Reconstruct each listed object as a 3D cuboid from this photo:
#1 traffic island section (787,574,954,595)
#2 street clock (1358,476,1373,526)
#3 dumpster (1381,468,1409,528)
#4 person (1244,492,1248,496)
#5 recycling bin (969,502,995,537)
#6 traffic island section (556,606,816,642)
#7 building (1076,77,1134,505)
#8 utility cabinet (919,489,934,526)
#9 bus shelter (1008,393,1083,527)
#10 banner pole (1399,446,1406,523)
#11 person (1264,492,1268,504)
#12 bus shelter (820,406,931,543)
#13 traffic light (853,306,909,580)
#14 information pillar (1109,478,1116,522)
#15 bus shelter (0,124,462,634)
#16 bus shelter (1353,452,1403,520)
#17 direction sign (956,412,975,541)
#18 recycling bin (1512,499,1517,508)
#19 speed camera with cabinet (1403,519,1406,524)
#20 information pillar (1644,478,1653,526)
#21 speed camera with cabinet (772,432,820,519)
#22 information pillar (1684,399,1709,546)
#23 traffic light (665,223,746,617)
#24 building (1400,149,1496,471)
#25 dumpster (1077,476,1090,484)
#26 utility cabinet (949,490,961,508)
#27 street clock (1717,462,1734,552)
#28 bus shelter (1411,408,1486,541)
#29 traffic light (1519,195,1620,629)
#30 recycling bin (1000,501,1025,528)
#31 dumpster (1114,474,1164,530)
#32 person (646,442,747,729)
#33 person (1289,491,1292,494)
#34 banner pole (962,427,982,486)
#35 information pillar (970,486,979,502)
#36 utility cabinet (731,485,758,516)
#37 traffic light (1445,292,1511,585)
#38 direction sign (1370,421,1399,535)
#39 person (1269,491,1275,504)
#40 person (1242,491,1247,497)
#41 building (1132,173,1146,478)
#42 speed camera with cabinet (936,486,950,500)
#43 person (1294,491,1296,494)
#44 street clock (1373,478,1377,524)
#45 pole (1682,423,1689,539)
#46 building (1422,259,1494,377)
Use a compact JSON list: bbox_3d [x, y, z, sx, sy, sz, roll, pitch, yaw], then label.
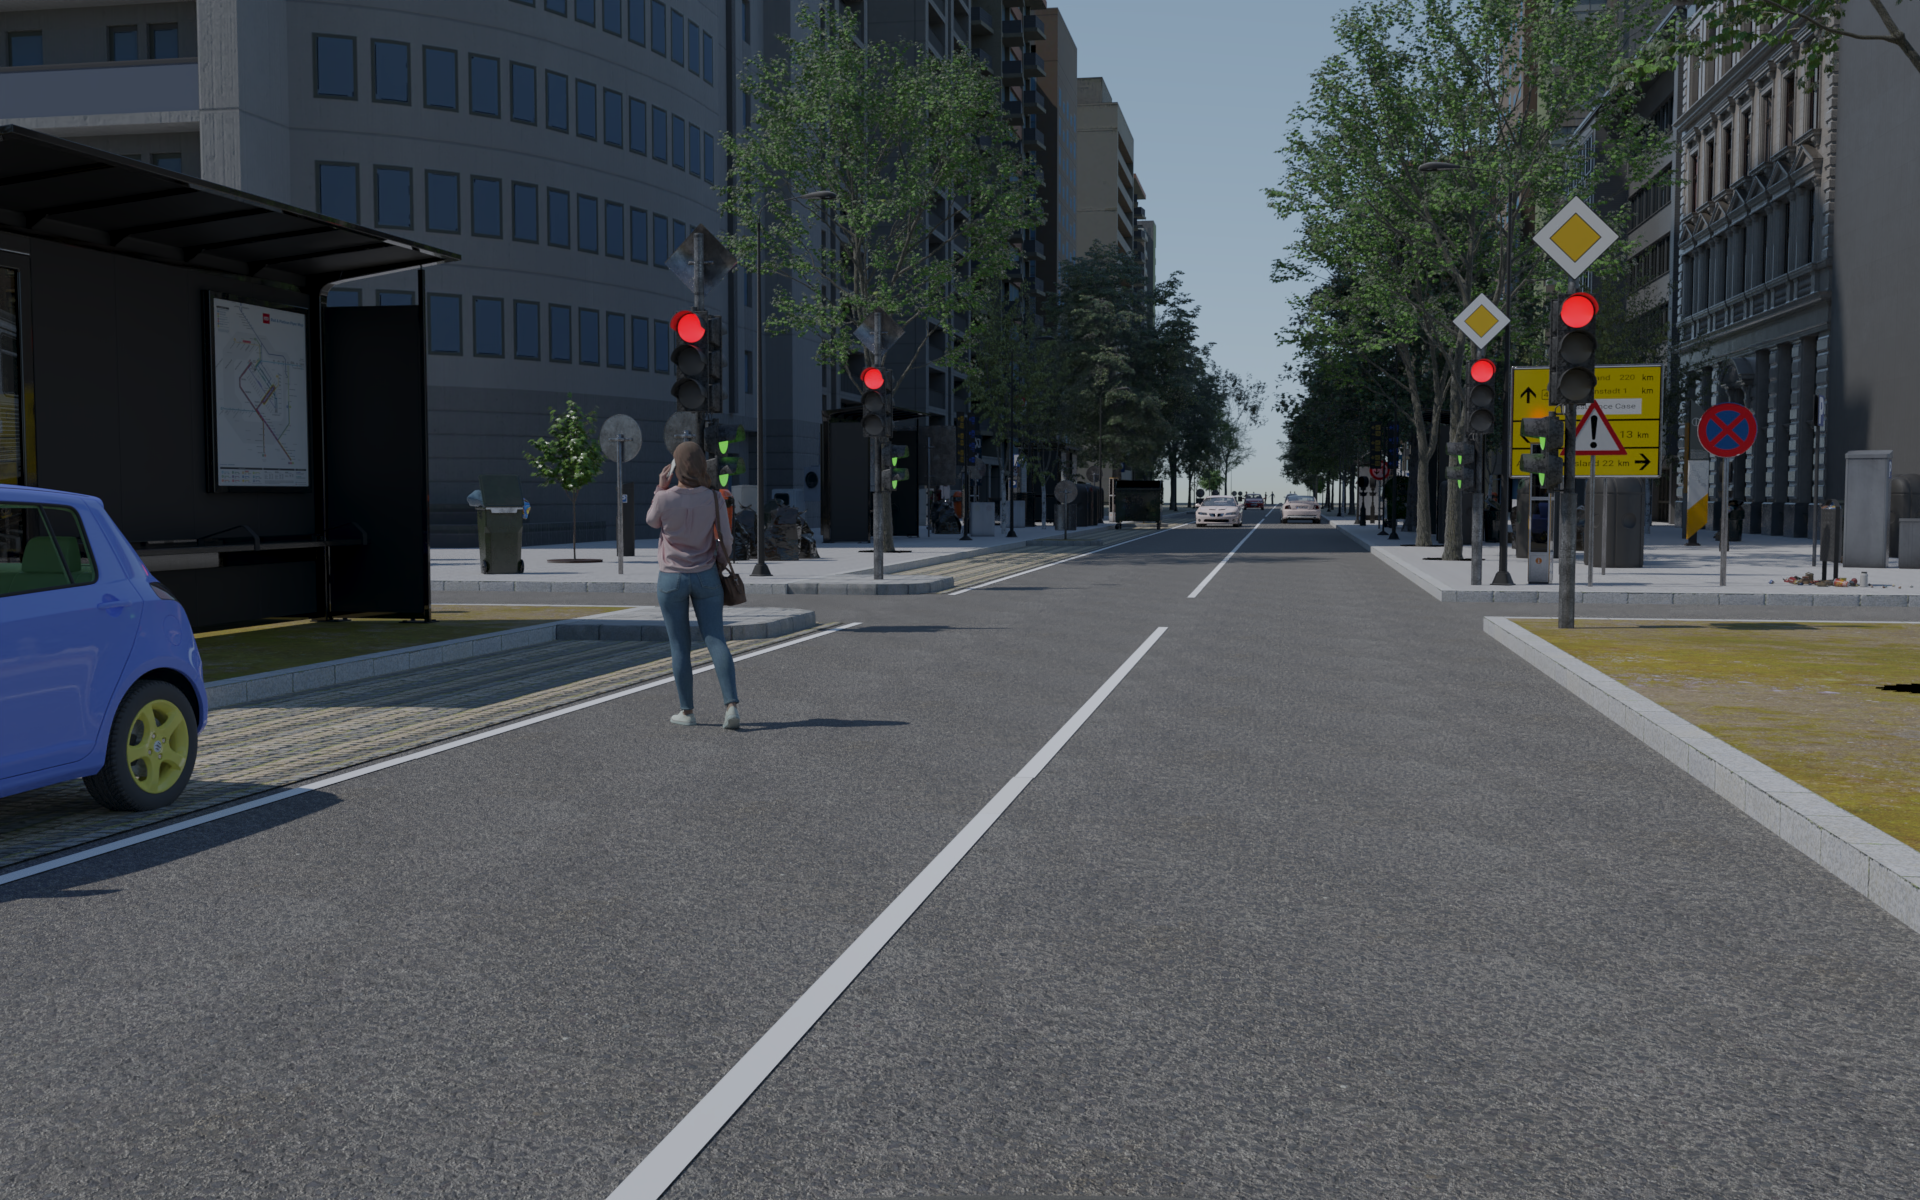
[{"bbox_3d":[-1.242,-0.229,26.018,2.009,0.180,2.903,1,4,11],"label":"traffic island section"},{"bbox_3d":[16.244,-3.988,69.775,0.358,2.002,0.471,-1,4,-21],"label":"street clock"},{"bbox_3d":[16.692,-3.859,65.595,1.502,2.255,1.985,1,4,10],"label":"dumpster"},{"bbox_3d":[39.669,-14.058,239.163,1.217,1.723,0.721,-2,4,-24],"label":"person"},{"bbox_3d":[0.667,-2.450,52.616,0.722,1.027,0.722,0,4,-4],"label":"recycling bin"},{"bbox_3d":[-2.723,0.251,18.170,2.009,0.180,2.903,1,4,11],"label":"traffic island section"},{"bbox_3d":[9.083,-35.672,206.934,21.300,48.544,21.600,1,4,11],"label":"building"},{"bbox_3d":[-1.368,-3.745,69.906,0.318,1.500,1.173,1,4,15],"label":"utility cabinet"},{"bbox_3d":[3.470,-5.728,71.284,2.179,5.291,8.768,1,4,10],"label":"bus shelter"},{"bbox_3d":[19.464,-5.287,76.463,0.401,3.779,0.863,-2,4,-29],"label":"banner pole"},{"bbox_3d":[43.942,-14.623,248.120,0.750,1.759,0.617,3,5,45],"label":"person"},{"bbox_3d":[-2.263,-3.472,48.049,1.731,3.624,6.357,1,4,11],"label":"bus shelter"},{"bbox_3d":[-1.205,-2.260,25.876,0.839,4.253,0.868,1,4,11],"label":"traffic light"},{"bbox_3d":[6.953,-4.518,78.355,0.304,2.012,0.304,-2,4,-33],"label":"information pillar"},{"bbox_3d":[-6.300,-1.405,14.254,1.731,3.624,6.357,1,4,11],"label":"bus shelter"},{"bbox_3d":[19.635,-5.365,81.638,2.014,3.302,5.546,1,4,11],"label":"bus shelter"},{"bbox_3d":[0.162,-3.419,47.898,0.379,3.537,0.876,2,4,35],"label":"direction sign"},{"bbox_3d":[26.353,-4.191,81.084,0.722,1.027,0.722,-1,4,-15],"label":"recycling bin"},{"bbox_3d":[18.128,-4.552,68.753,0.660,3.252,2.038,2,4,27],"label":"speed camera with cabinet"},{"bbox_3d":[27.602,-3.973,69.447,0.304,2.012,0.304,1,4,19],"label":"information pillar"},{"bbox_3d":[-5.138,-3.761,55.825,2.038,3.252,0.660,2,4,35],"label":"speed camera with cabinet"},{"bbox_3d":[18.231,-3.146,42.800,0.504,3.616,0.183,0,4,3],"label":"information pillar"},{"bbox_3d":[-2.685,-1.780,18.029,0.839,4.253,0.868,1,4,11],"label":"traffic light"},{"bbox_3d":[67.278,-34.697,221.913,22.147,44.769,28.867,1,4,11],"label":"building"},{"bbox_3d":[6.564,-5.635,94.619,1.502,2.255,1.985,1,4,11],"label":"dumpster"},{"bbox_3d":[-0.239,-5.708,102.003,1.173,1.500,0.318,0,4,-3],"label":"utility cabinet"},{"bbox_3d":[17.068,-2.083,38.629,0.358,2.002,0.471,2,4,31],"label":"street clock"},{"bbox_3d":[14.111,-3.606,50.239,1.731,3.624,6.357,1,4,11],"label":"bus shelter"},{"bbox_3d":[5.780,-1.684,16.454,0.839,4.253,0.868,1,4,11],"label":"traffic light"},{"bbox_3d":[2.006,-3.267,65.968,0.722,1.027,0.722,-2,4,-28],"label":"recycling bin"},{"bbox_3d":[7.204,-3.960,69.694,1.985,2.255,1.502,1,4,11],"label":"dumpster"},{"bbox_3d":[-1.587,-0.093,10.616,0.593,1.750,0.643,-1,4,-20],"label":"person"},{"bbox_3d":[44.188,-13.643,231.641,1.350,1.814,0.705,0,4,6],"label":"person"},{"bbox_3d":[0.434,-4.558,64.533,0.863,3.779,0.401,1,4,16],"label":"banner pole"},{"bbox_3d":[0.547,-3.948,69.039,0.304,2.012,0.304,3,4,36],"label":"information pillar"},{"bbox_3d":[-5.260,-2.081,42.705,0.318,1.500,1.173,1,4,18],"label":"utility cabinet"},{"bbox_3d":[7.261,-2.164,24.301,0.839,4.253,0.868,1,4,11],"label":"traffic light"},{"bbox_3d":[13.207,-3.789,53.943,0.876,3.537,0.379,1,4,8],"label":"direction sign"},{"bbox_3d":[43.370,-14.192,240.620,0.705,1.814,1.350,-2,4,-29],"label":"person"},{"bbox_3d":[34.120,-12.125,207.270,0.750,1.759,0.617,0,4,4],"label":"person"},{"bbox_3d":[13.214,-35.339,232.424,22.147,44.769,28.867,1,4,11],"label":"building"},{"bbox_3d":[-1.264,-5.543,84.969,0.660,3.252,2.038,-2,4,-32],"label":"speed camera with cabinet"},{"bbox_3d":[46.078,-14.060,238.519,1.348,1.807,0.705,0,4,-4],"label":"person"},{"bbox_3d":[17.862,-4.305,74.951,0.358,2.002,0.471,1,4,21],"label":"street clock"},{"bbox_3d":[20.827,-3.409,49.582,0.158,3.312,0.155,0,3,0],"label":"pole"},{"bbox_3d":[60.601,-26.287,201.491,14.160,30.474,14.107,1,4,11],"label":"building"}]
